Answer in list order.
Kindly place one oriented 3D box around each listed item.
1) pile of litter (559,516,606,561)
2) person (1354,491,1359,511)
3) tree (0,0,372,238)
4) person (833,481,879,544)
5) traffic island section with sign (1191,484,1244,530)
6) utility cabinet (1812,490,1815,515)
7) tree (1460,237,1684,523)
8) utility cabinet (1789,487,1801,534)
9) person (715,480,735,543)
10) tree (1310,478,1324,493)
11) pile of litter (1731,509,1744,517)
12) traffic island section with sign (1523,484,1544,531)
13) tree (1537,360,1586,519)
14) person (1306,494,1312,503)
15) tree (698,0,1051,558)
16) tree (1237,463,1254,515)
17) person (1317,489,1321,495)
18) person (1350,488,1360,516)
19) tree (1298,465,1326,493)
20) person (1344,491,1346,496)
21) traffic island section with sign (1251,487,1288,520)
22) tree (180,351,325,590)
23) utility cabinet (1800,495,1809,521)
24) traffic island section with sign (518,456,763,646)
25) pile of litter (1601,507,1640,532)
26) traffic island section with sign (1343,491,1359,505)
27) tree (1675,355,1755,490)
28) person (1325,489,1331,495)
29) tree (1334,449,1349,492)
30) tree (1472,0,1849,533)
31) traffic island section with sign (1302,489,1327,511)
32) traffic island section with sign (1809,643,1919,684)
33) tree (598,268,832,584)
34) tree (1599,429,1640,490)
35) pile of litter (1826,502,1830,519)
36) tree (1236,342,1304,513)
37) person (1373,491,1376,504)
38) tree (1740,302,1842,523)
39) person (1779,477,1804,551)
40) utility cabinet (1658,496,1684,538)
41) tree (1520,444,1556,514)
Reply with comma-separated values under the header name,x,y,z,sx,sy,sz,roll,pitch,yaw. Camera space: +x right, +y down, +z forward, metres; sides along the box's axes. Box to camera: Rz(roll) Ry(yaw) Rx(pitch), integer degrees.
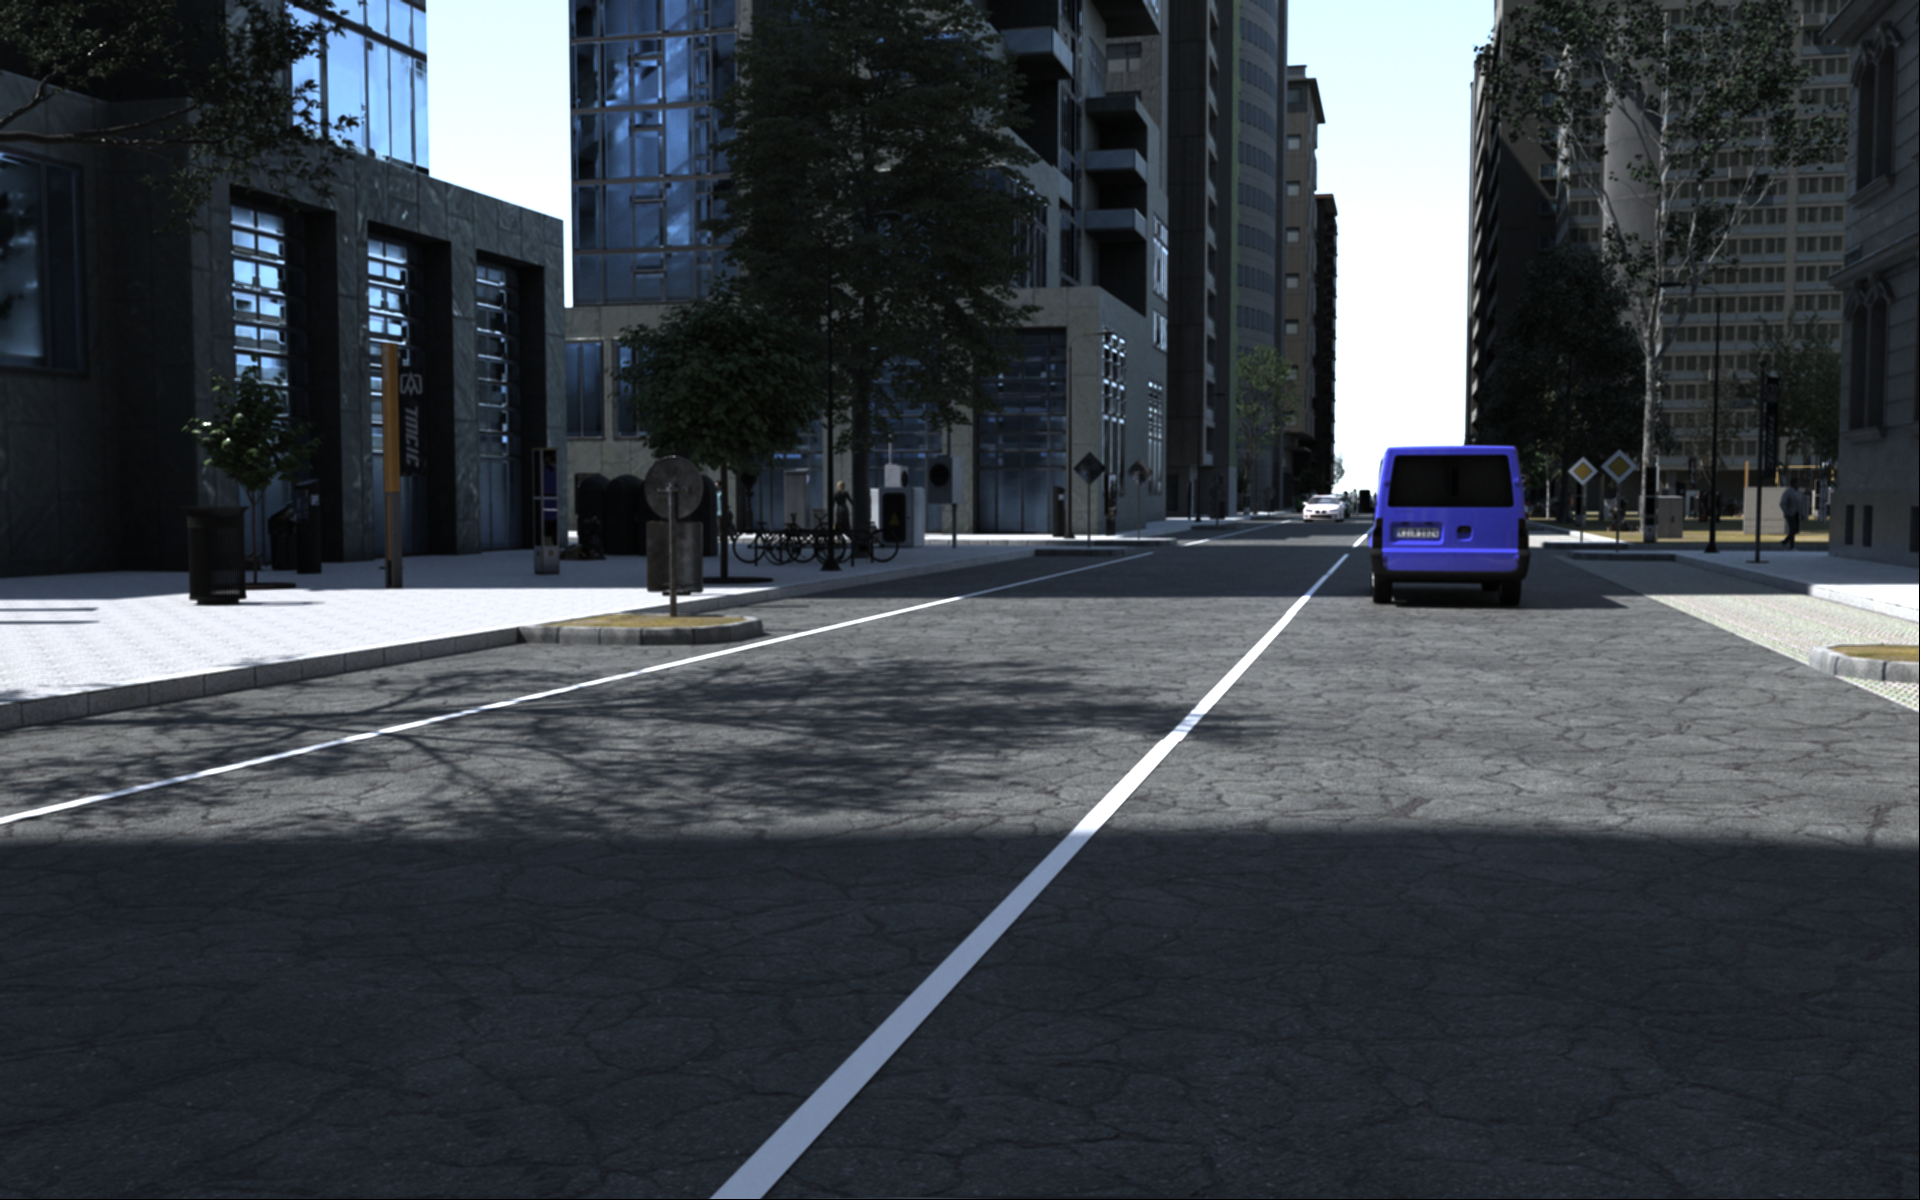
name,x,y,z,sx,sy,sz,roll,pitch,yaw
pile of litter,-7.506,-1.230,34.079,1.176,0.858,1.719,0,4,2
person,34.392,-8.690,150.586,0.705,1.823,1.348,0,4,-6
tree,-6.676,-4.645,10.352,7.601,10.594,8.767,-1,4,-11
person,-2.984,-2.462,48.970,1.509,1.804,0.699,1,4,20
traffic island section with sign,10.458,-3.763,70.159,1.989,1.847,2.006,1,4,14
utility cabinet,53.107,-5.998,106.740,1.173,1.500,0.318,-1,4,-15
tree,27.280,-9.811,77.420,9.611,12.733,9.660,0,3,0
utility cabinet,26.252,-2.845,55.193,1.173,1.500,0.318,-2,4,-26
person,-6.647,-2.468,48.864,0.620,1.820,0.660,-2,4,-33
tree,39.298,-12.064,191.843,1.663,3.219,1.824,0,3,0
pile of litter,43.741,-5.019,96.031,1.176,0.858,1.719,-3,5,-43
traffic island section with sign,21.900,-3.644,68.204,1.989,1.847,2.006,1,4,14
tree,30.306,-8.440,88.357,4.737,8.622,4.395,0,3,0
person,25.652,-7.070,127.315,0.599,1.433,0.991,2,4,35
tree,-1.750,-7.134,34.769,7.486,12.596,7.792,0,3,0
tree,17.071,-6.876,107.025,1.663,3.219,1.824,0,3,0
person,28.454,-7.847,136.939,0.705,1.807,1.348,2,4,33
person,26.162,-6.494,114.775,0.635,1.810,0.391,3,4,36
tree,39.557,-12.972,195.802,4.285,4.588,4.351,0,3,0
person,41.967,-11.022,188.792,0.705,1.814,1.350,0,4,2
traffic island section with sign,17.384,-5.415,97.167,1.989,1.847,2.006,1,4,14
tree,-9.488,-1.772,23.578,1.663,3.219,1.824,0,3,0
utility cabinet,40.419,-4.434,83.651,1.020,1.237,0.306,2,4,33
traffic island section with sign,-3.079,-0.535,17.374,1.989,1.847,2.006,1,4,14
pile of litter,22.882,-2.803,59.787,1.176,0.858,1.719,0,4,-2
traffic island section with sign,57.109,-14.888,252.054,1.989,1.847,2.006,1,4,14
tree,40.273,-8.694,92.511,4.360,8.622,3.978,0,3,0
person,26.728,-7.177,125.857,1.348,1.822,0.705,-1,4,-15
tree,60.249,-19.973,276.922,4.737,8.622,4.395,0,3,0
tree,23.960,-12.233,55.903,12.611,20.169,13.585,0,3,0
traffic island section with sign,29.703,-8.353,145.207,1.989,1.847,2.006,1,4,14
traffic island section with sign,7.931,-0.311,13.718,1.989,1.847,2.006,1,4,14
tree,-3.549,-2.544,25.304,4.285,4.588,4.351,0,3,0
tree,42.577,-9.844,111.318,4.360,8.622,3.978,0,3,0
pile of litter,45.591,-4.683,90.527,1.719,0.858,1.176,-1,4,-22
tree,19.610,-11.728,117.503,9.928,11.665,9.643,0,3,0
person,59.350,-14.644,248.026,0.705,1.812,1.348,1,4,18
tree,32.345,-7.167,67.542,4.737,8.622,4.395,0,3,0
person,20.392,-2.092,42.557,0.661,1.843,0.795,-1,4,-21
utility cabinet,20.420,-2.388,50.212,1.020,1.237,0.306,0,4,-7
tree,36.809,-7.856,112.166,4.285,4.588,4.351,0,3,0
